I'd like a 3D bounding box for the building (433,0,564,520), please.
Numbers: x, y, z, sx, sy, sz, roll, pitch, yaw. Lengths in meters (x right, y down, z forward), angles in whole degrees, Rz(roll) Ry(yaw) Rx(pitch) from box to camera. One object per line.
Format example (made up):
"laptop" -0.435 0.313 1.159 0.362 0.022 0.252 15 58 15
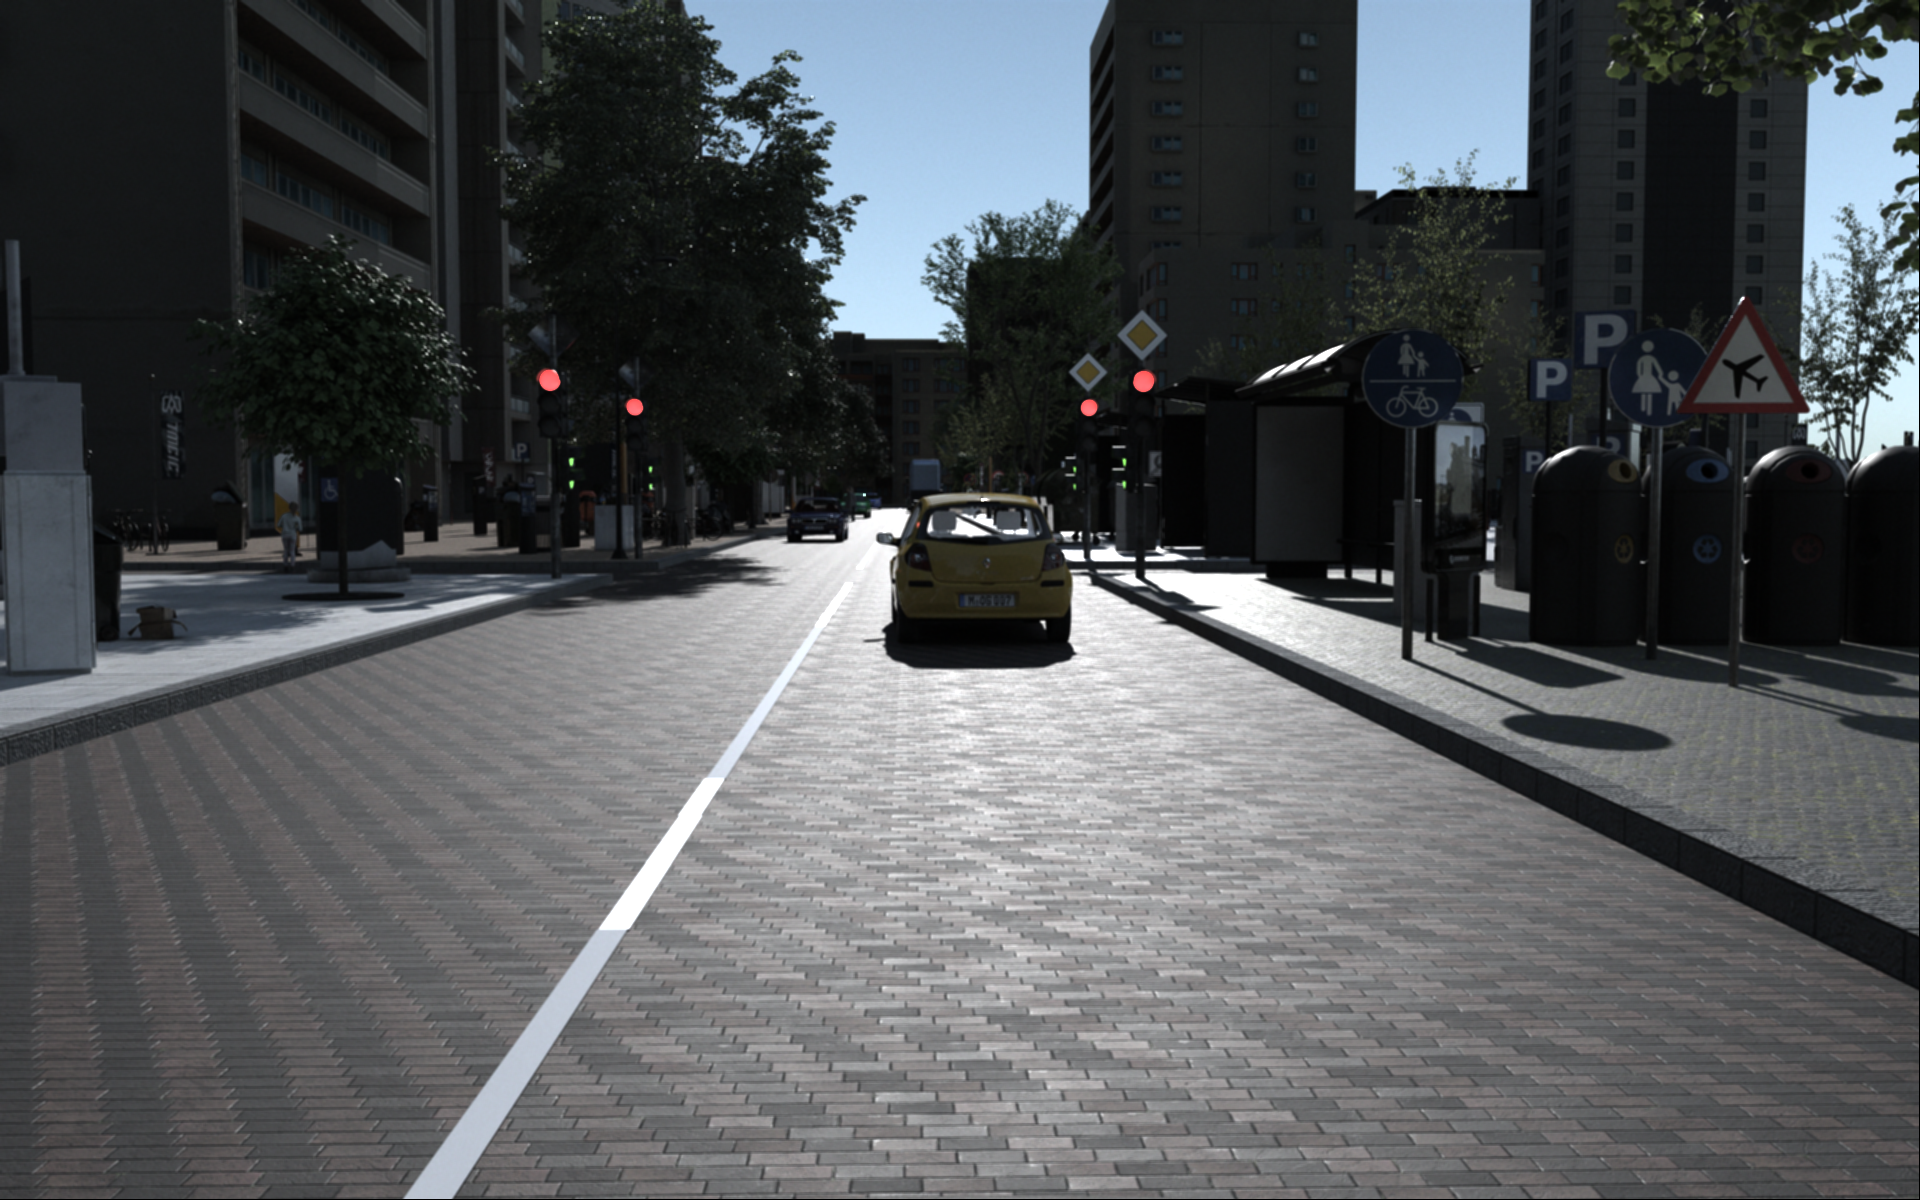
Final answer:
"building" -28.493 -24.705 87.529 14.154 41.232 14.086 0 4 -2

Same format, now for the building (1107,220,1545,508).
"building" 27.047 -17.837 136.682 27.650 21.520 28.899 0 4 -2

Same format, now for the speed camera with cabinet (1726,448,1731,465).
"speed camera with cabinet" 35.548 -5.233 79.895 0.660 3.252 2.038 3 5 44

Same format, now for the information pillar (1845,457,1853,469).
"information pillar" 54.098 -6.977 105.433 0.504 3.616 0.183 3 4 37

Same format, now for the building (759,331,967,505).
"building" -13.947 -22.991 220.937 28.899 21.520 27.650 0 4 -2

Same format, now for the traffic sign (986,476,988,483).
"traffic sign" 2.015 -6.638 108.634 0.768 2.556 0.104 0 4 5

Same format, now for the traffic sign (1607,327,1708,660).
"traffic sign" 5.363 -0.810 13.356 0.768 2.556 0.104 0 4 8

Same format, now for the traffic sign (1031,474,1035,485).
"traffic sign" 4.864 -6.724 110.043 0.768 2.556 0.104 0 4 4

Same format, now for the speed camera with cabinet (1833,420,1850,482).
"speed camera with cabinet" 23.857 -3.177 46.278 2.038 3.252 0.660 -1 4 -16

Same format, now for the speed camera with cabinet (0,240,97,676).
"speed camera with cabinet" -6.907 -1.147 13.084 0.660 3.252 2.038 -2 4 -28

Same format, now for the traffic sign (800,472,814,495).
"traffic sign" -8.499 -5.865 96.001 0.768 2.556 0.104 0 4 2

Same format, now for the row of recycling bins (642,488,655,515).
"row of recycling bins" -19.317 -6.041 105.891 1.069 1.692 3.534 0 4 6

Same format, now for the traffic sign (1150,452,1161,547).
"traffic sign" 4.826 -2.408 41.506 0.606 2.300 0.079 0 4 3

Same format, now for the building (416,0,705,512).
"building" -35.389 -32.736 158.938 21.600 48.544 21.300 0 4 -2

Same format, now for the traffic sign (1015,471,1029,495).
"traffic sign" 3.416 -5.838 95.559 0.768 2.556 0.104 0 4 6

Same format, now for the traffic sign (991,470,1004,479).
"traffic sign" 2.074 -5.679 92.963 0.768 2.556 0.104 0 4 4

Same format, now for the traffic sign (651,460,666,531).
"traffic sign" -10.707 -3.720 60.930 0.768 2.556 0.104 0 4 5

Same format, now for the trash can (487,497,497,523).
"trash can" -20.994 -4.026 77.474 0.748 1.137 0.748 0 3 0

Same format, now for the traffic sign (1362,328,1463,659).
"traffic sign" 3.481 -0.814 13.410 0.768 2.556 0.104 0 4 5

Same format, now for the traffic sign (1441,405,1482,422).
"traffic sign" 5.559 -1.062 19.497 0.606 2.300 0.079 0 4 4

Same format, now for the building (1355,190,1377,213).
"building" 50.750 -32.562 224.269 23.993 40.220 32.217 0 4 -2

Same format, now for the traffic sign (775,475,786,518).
"traffic sign" -9.478 -5.455 91.322 0.606 2.300 0.079 0 4 6

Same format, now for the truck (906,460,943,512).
"truck" -2.400 -8.559 129.701 2.967 4.110 18.799 0 4 -3

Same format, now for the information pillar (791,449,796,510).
"information pillar" -7.916 -5.569 82.399 0.183 3.616 0.504 -1 4 -21

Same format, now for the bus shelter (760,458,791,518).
"bus shelter" -10.372 -6.307 97.045 2.014 3.302 5.546 0 4 -1

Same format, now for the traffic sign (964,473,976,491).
"traffic sign" 0.604 -6.432 105.273 0.768 2.556 0.104 0 4 3

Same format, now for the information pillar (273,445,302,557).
"information pillar" -13.817 -2.702 35.528 0.504 3.616 0.183 -3 5 -44

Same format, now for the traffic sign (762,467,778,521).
"traffic sign" -8.887 -4.952 81.068 0.768 2.556 0.104 0 4 2

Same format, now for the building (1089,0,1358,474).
"building" 23.703 -32.861 160.985 21.300 48.544 21.600 0 4 -2

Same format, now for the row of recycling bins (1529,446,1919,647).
"row of recycling bins" 6.717 -0.478 14.934 3.534 1.692 1.069 0 4 1

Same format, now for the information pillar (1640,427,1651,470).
"information pillar" 14.246 -2.713 35.720 0.183 3.616 0.504 1 4 9

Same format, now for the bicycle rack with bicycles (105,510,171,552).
"bicycle rack with bicycles" -19.197 -1.568 39.025 2.852 0.926 2.925 -2 4 -30

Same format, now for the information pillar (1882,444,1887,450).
"information pillar" 43.124 -5.463 80.670 0.183 3.616 0.504 -2 4 -34

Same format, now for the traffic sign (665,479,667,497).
"traffic sign" -10.841 -3.916 64.127 0.768 2.556 0.104 0 4 1

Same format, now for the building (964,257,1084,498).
"building" 7.757 -27.049 213.953 14.107 30.474 14.160 0 4 -2

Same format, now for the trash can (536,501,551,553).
"trash can" -9.250 -1.621 38.162 0.748 1.137 0.748 0 3 0

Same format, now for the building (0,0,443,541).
"building" -30.912 -26.475 56.575 21.300 48.544 21.600 0 4 -2

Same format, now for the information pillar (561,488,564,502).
"information pillar" -16.765 -4.232 73.691 0.304 2.012 0.304 1 4 14

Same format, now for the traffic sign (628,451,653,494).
"traffic sign" -9.289 -3.073 50.352 0.768 2.556 0.104 0 4 5

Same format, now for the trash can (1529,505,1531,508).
"trash can" 31.018 -5.037 94.000 0.748 1.137 0.748 0 3 0

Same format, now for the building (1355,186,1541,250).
"building" 46.288 -24.153 166.603 14.107 30.474 14.160 0 4 -2

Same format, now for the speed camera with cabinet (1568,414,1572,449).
"speed camera with cabinet" 14.967 -2.921 42.099 0.660 3.252 2.038 1 4 22

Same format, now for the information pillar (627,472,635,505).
"information pillar" -10.746 -3.216 57.073 0.304 2.012 0.304 -2 4 -34

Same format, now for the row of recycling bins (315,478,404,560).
"row of recycling bins" -12.173 -1.711 35.090 1.069 1.692 3.534 0 4 -1

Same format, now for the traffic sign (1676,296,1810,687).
"traffic sign" 5.161 -0.702 11.484 0.884 2.594 0.081 0 4 -1

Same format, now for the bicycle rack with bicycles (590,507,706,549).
"bicycle rack with bicycles" -7.659 -1.743 41.886 2.852 0.926 2.925 0 4 -8

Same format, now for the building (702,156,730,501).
"building" -43.232 -34.388 216.863 28.867 44.769 22.147 0 4 -2

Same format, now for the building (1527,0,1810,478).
"building" 63.764 -44.237 161.531 20.611 71.187 20.563 0 4 -2

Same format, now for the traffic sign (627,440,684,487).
"traffic sign" -11.495 -4.349 64.982 2.265 3.308 0.079 0 4 3

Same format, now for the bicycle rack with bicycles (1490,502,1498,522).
"bicycle rack with bicycles" 25.225 -4.091 80.274 2.925 0.926 2.852 0 4 4

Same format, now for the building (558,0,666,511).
"building" -33.306 -35.495 122.343 21.231 58.520 28.212 0 4 -2

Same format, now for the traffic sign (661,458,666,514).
"traffic sign" -10.565 -3.752 61.454 0.768 2.556 0.104 0 4 7

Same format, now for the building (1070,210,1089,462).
"building" 26.593 -32.518 223.552 23.993 40.220 32.217 0 4 -2

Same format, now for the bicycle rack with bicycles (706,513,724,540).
"bicycle rack with bicycles" -8.227 -2.067 47.172 2.925 0.926 2.852 1 4 15
